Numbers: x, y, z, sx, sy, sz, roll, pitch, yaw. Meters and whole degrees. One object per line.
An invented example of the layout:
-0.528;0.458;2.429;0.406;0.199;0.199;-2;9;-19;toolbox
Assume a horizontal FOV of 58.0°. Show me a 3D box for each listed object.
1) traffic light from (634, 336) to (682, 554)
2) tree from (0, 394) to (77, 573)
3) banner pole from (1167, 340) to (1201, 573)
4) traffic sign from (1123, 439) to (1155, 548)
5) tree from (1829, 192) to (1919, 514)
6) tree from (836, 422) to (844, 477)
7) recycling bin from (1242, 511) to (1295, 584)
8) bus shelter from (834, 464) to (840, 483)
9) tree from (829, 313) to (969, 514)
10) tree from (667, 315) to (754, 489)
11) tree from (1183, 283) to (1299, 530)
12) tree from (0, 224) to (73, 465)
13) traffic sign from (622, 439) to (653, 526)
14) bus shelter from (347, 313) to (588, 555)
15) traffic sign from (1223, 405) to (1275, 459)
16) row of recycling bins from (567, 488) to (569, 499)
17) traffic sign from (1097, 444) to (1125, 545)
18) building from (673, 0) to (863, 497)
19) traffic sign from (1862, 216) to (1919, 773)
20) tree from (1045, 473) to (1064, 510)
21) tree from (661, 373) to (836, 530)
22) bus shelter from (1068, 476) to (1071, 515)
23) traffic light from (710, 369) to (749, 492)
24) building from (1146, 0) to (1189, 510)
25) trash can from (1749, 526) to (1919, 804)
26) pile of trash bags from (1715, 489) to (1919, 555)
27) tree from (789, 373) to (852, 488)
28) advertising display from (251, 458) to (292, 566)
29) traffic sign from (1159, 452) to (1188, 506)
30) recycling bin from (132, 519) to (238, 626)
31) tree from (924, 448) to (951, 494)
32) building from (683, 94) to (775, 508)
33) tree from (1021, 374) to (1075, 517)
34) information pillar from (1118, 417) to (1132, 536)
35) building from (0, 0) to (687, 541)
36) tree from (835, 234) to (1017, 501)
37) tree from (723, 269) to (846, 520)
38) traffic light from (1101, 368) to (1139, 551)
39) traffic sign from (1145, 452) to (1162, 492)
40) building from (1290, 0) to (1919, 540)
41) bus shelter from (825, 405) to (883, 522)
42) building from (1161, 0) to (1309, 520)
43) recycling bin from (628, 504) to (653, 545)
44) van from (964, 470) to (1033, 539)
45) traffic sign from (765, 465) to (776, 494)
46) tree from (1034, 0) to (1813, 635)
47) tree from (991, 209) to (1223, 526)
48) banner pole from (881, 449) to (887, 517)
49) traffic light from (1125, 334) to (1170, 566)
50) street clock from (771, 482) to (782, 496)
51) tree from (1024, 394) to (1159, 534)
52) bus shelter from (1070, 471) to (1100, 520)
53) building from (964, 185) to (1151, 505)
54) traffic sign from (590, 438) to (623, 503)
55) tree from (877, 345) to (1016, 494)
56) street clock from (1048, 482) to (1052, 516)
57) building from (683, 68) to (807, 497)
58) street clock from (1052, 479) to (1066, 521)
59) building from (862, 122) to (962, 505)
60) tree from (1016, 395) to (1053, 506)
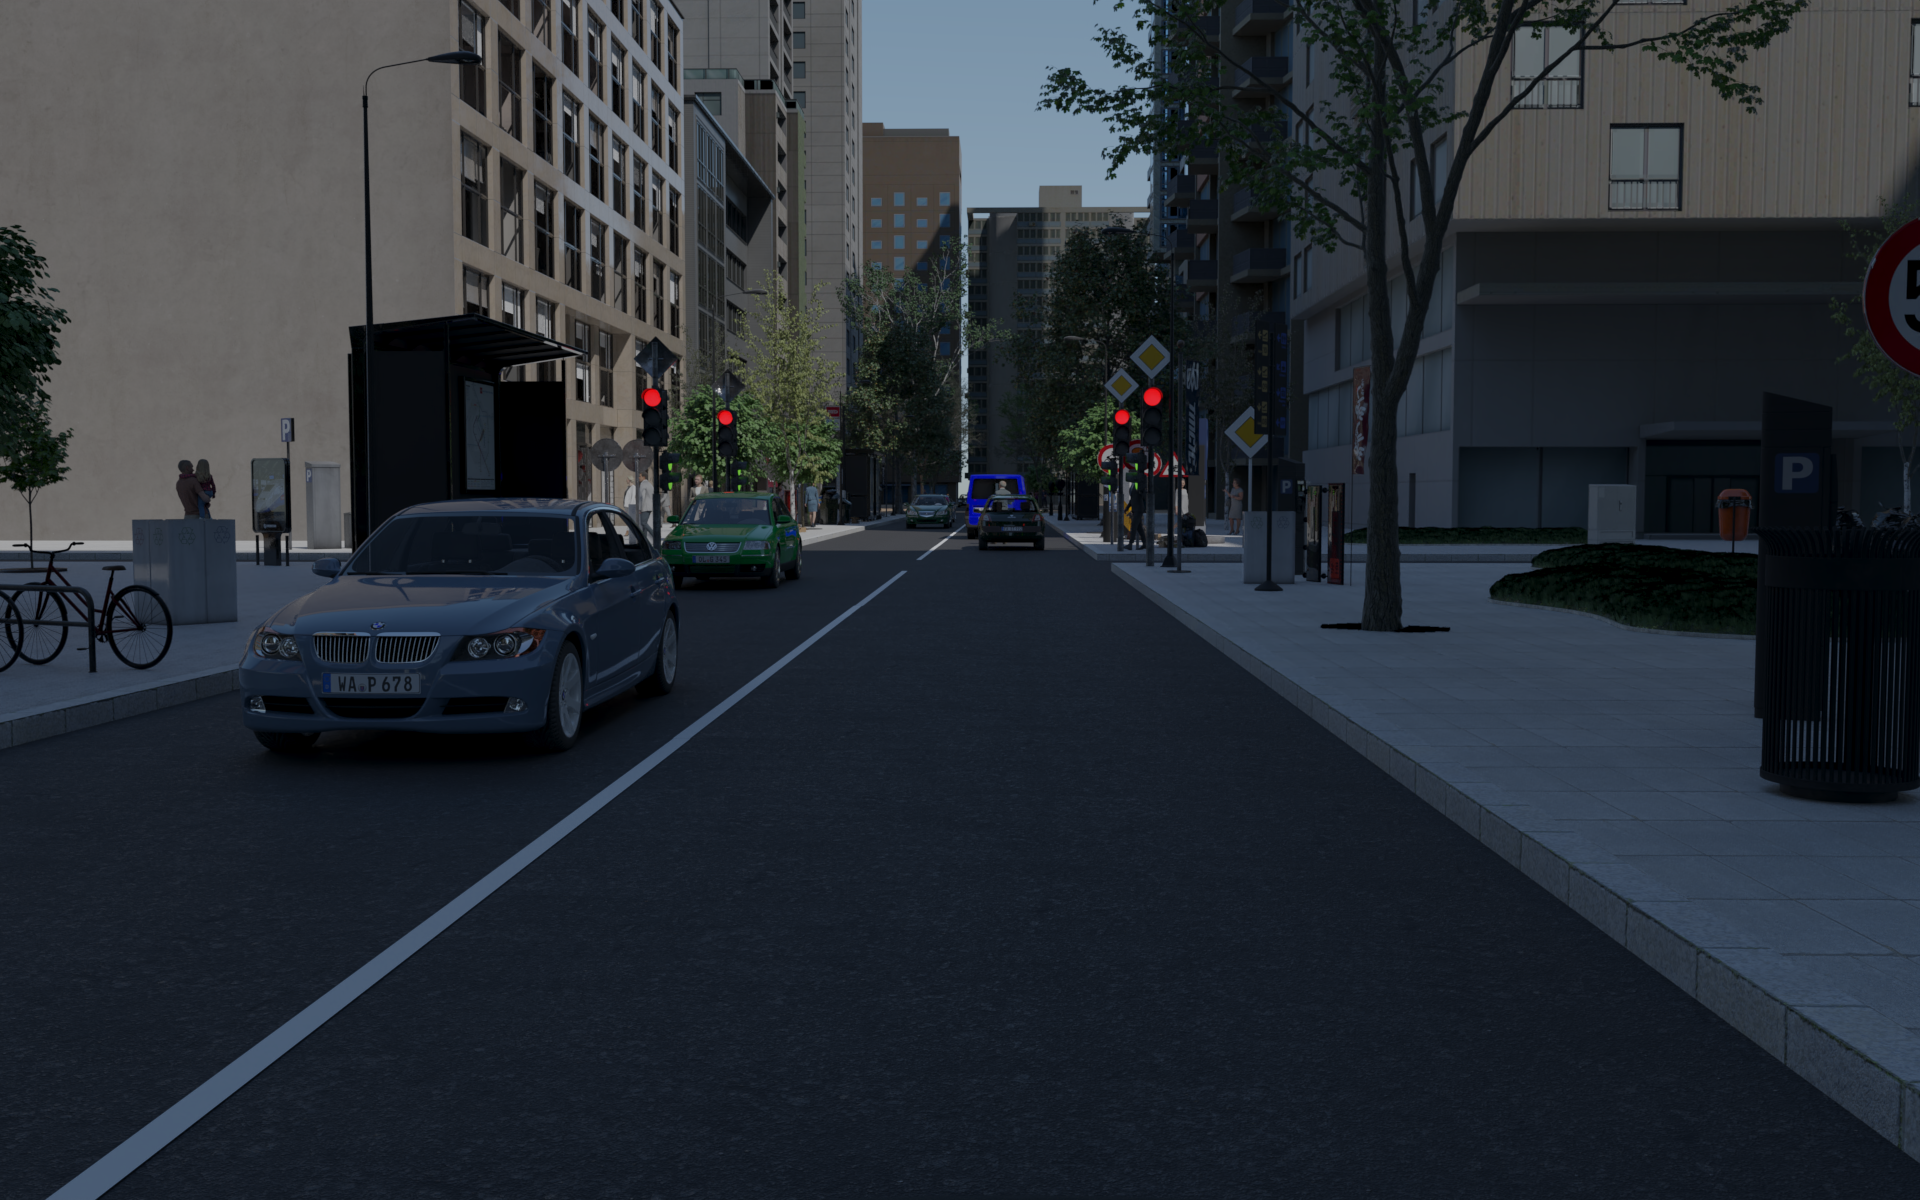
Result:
-5.399;-2.566;30.870;0.839;4.253;0.868;0;4;2;traffic light
-15.420;-2.068;28.411;1.663;3.219;1.824;0;3;0;tree
3.726;-2.348;28.409;0.401;3.779;0.863;3;4;38;banner pole
4.134;-2.456;40.257;0.768;2.556;0.104;1;4;10;traffic sign
23.220;-5.613;42.136;4.737;8.622;4.395;0;3;0;tree
-5.707;-4.846;62.951;4.285;4.588;4.351;0;3;0;tree
4.456;-0.763;25.032;0.722;1.027;0.722;0;4;7;recycling bin
-5.864;-6.136;94.240;2.014;3.302;5.546;0;4;1;bus shelter
-4.034;-11.800;109.932;9.611;12.733;9.660;0;3;0;tree
-10.566;-7.433;71.899;4.360;8.622;3.978;0;3;0;tree
9.720;-6.795;61.458;4.360;8.622;3.978;0;3;0;tree
-10.711;-2.066;17.491;4.285;4.588;4.351;0;3;0;tree
-7.507;-2.457;40.274;0.768;2.556;0.104;0;4;8;traffic sign
-7.076;-2.101;25.630;1.731;3.624;6.357;0;4;1;bus shelter
4.324;-1.589;25.709;0.795;2.593;0.064;1;4;9;traffic sign
-10.730;-1.983;39.528;3.534;1.692;1.069;-1;4;-13;row of recycling bins
3.866;-2.682;43.952;0.768;2.556;0.104;0;4;2;traffic sign
-20.558;-44.789;170.554;20.611;71.187;20.563;0;4;2;building
4.451;-0.475;7.876;0.768;2.556;0.104;0;4;3;traffic sign
7.718;-9.129;143.867;1.663;3.219;1.824;0;3;0;tree
-6.399;-3.868;46.962;4.285;4.588;4.351;0;3;0;tree
6.992;-6.788;102.260;1.731;3.624;6.357;0;4;1;bus shelter
-5.186;-3.054;38.852;0.839;4.253;0.868;0;4;2;traffic light
26.509;-52.026;163.303;22.319;86.520;31.000;0;4;2;building
3.751;0.262;7.366;0.748;1.137;0.748;0;3;0;trash can
14.979;-1.243;30.081;3.447;1.369;1.912;2;4;24;pile of trash bags
-8.411;-9.212;100.975;4.360;8.622;3.978;0;3;0;tree
-12.314;-1.576;30.977;0.974;1.923;0.123;2;4;33;advertising display
6.576;-3.262;53.335;0.884;2.594;0.081;0;4;2;traffic sign
-7.743;-0.291;17.307;0.722;1.027;0.722;2;4;35;recycling bin
-2.680;-13.672;173.899;4.737;8.622;4.395;0;3;0;tree
-19.272;-16.970;96.533;14.314;24.678;30.058;0;4;2;building
6.130;-9.647;108.083;4.737;8.622;4.395;0;3;0;tree
5.023;-3.754;52.735;0.504;3.616;0.183;3;5;45;information pillar
-22.832;-15.855;63.752;19.350;26.468;34.151;0;4;2;building
-1.988;-16.483;125.385;12.611;20.169;13.585;0;3;0;tree
-5.540;-6.472;56.186;4.737;8.622;4.395;0;3;0;tree
3.573;-3.041;38.635;0.839;4.253;0.868;0;4;2;traffic light
5.533;-3.104;50.862;0.768;2.556;0.104;1;4;9;traffic sign
26.515;-28.694;58.383;27.495;52.752;28.713;0;4;2;building
-4.972;-6.334;81.192;2.179;5.291;8.768;0;4;1;bus shelter
22.611;-26.813;93.015;22.147;44.769;28.867;0;4;2;building
-7.969;-1.903;43.663;0.722;1.027;0.722;0;4;-7;recycling bin
1.254;-3.197;56.661;2.240;2.365;5.245;0;4;3;van
-7.101;-4.050;66.320;0.768;2.556;0.104;0;4;4;traffic sign
4.152;-5.522;16.047;9.928;11.665;9.643;0;3;0;tree
6.085;-9.376;70.302;9.611;12.733;9.660;0;3;0;tree
-4.206;-6.523;96.669;0.401;3.779;0.863;-2;4;-27;banner pole
3.359;-2.552;30.652;0.839;4.253;0.868;0;4;2;traffic light
-7.351;-3.940;68.986;0.471;2.002;0.358;-1;4;-23;street clock
4.920;-4.448;56.435;4.285;4.588;4.351;0;3;0;tree
6.566;-6.774;88.389;2.179;5.291;8.768;0;4;1;bus shelter
12.687;-32.347;220.758;23.993;40.220;32.217;0;4;2;building
-8.076;-2.414;39.576;0.768;2.556;0.104;0;4;5;traffic sign
-3.122;-14.101;140.919;12.009;13.543;11.850;0;3;0;tree
5.405;-5.995;102.590;0.358;2.002;0.471;2;4;25;street clock
-18.530;-21.384;121.334;14.160;30.474;14.107;0;4;2;building
4.851;-4.847;83.812;0.471;2.002;0.358;-2;4;-26;street clock
-6.992;-34.359;211.875;14.200;45.320;14.600;0;4;2;building
9.040;-17.094;189.860;12.009;13.543;11.850;0;3;0;tree
